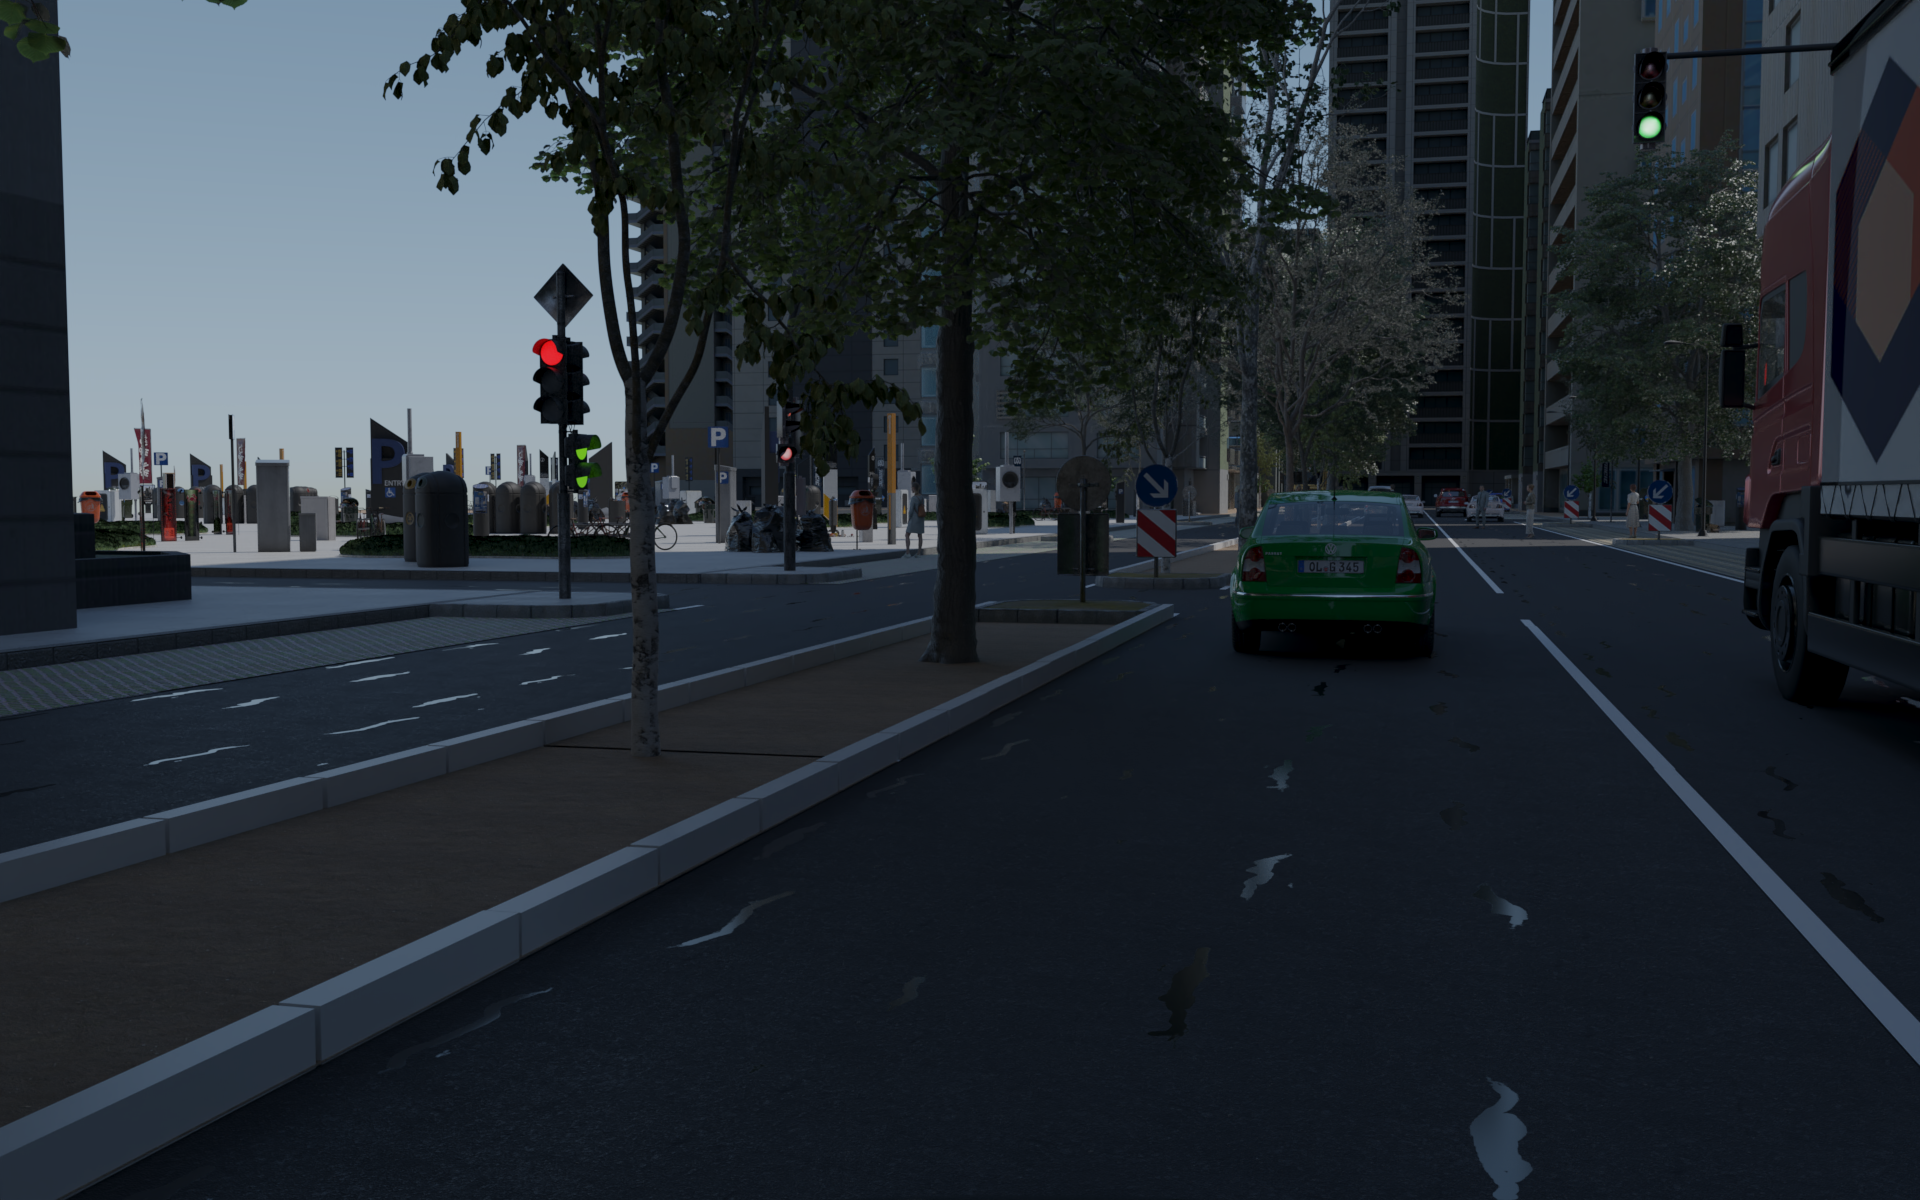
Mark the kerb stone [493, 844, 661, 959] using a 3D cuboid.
[{"bbox_3d":[-1.282,1.006,5.832,0.120,0.150,1.000,1,4,14],"label":"kerb stone"}]

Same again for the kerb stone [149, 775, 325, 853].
[{"bbox_3d":[-3.061,0.908,7.351,0.120,0.150,1.000,1,4,14],"label":"kerb stone"}]

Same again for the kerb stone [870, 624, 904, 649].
[{"bbox_3d":[-0.747,0.361,16.296,0.120,0.150,1.000,1,4,14],"label":"kerb stone"}]

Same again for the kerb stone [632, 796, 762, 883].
[{"bbox_3d":[-1.028,0.943,6.828,0.120,0.150,1.000,1,4,14],"label":"kerb stone"}]

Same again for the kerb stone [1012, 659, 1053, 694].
[{"bbox_3d":[0.511,0.580,12.776,0.120,0.150,1.000,1,4,14],"label":"kerb stone"}]

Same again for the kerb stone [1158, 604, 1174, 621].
[{"bbox_3d":[2.308,0.153,19.715,0.120,0.150,1.000,1,4,14],"label":"kerb stone"}]

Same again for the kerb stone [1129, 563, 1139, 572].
[{"bbox_3d":[2.987,-0.518,30.693,0.120,0.150,1.000,1,4,14],"label":"kerb stone"}]

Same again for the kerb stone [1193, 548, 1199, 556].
[{"bbox_3d":[5.289,-1.066,39.631,0.120,0.150,1.000,1,4,14],"label":"kerb stone"}]

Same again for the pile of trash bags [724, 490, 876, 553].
[{"bbox_3d":[-3.485,-1.794,39.090,3.447,1.369,1.912,-2,4,-30],"label":"pile of trash bags"}]

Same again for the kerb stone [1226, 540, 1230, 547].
[{"bbox_3d":[7.091,-1.492,46.583,0.120,0.150,1.000,1,4,14],"label":"kerb stone"}]

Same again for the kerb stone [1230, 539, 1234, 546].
[{"bbox_3d":[7.346,-1.552,47.578,0.120,0.150,1.000,1,4,14],"label":"kerb stone"}]

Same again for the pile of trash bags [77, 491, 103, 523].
[{"bbox_3d":[-26.234,-2.409,49.146,3.447,1.369,1.912,-2,4,-34],"label":"pile of trash bags"}]

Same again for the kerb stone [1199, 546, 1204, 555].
[{"bbox_3d":[5.545,-1.126,40.621,0.120,0.150,1.000,1,4,14],"label":"kerb stone"}]

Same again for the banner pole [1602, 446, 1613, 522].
[{"bbox_3d":[29.377,-5.412,78.497,0.863,3.779,0.401,-2,4,-26],"label":"banner pole"}]

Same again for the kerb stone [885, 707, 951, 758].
[{"bbox_3d":[-0.254,0.758,9.803,0.120,0.150,1.000,1,4,14],"label":"kerb stone"}]

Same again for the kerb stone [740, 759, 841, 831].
[{"bbox_3d":[-0.767,0.882,7.819,0.120,0.150,1.000,1,4,14],"label":"kerb stone"}]

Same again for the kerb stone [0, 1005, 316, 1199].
[{"bbox_3d":[-1.791,1.122,3.852,0.120,0.150,1.000,1,4,14],"label":"kerb stone"}]

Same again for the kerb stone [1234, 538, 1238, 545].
[{"bbox_3d":[7.604,-1.613,48.568,0.120,0.150,1.000,1,4,14],"label":"kerb stone"}]

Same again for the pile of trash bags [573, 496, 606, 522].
[{"bbox_3d":[-16.838,-4.311,80.238,3.447,1.369,1.912,-1,4,-9],"label":"pile of trash bags"}]

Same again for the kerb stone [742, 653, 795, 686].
[{"bbox_3d":[-1.514,0.546,13.307,0.120,0.150,1.000,1,4,14],"label":"kerb stone"}]

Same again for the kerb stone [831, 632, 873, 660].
[{"bbox_3d":[-1.001,0.422,15.298,0.120,0.150,1.000,1,4,14],"label":"kerb stone"}]

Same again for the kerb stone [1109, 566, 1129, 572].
[{"bbox_3d":[2.724,-0.459,29.705,0.120,0.150,1.000,1,4,14],"label":"kerb stone"}]

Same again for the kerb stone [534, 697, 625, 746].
[{"bbox_3d":[-2.286,0.726,10.327,0.120,0.150,1.000,1,4,14],"label":"kerb stone"}]

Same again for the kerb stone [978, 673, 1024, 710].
[{"bbox_3d":[0.254,0.638,11.784,0.120,0.150,1.000,1,4,14],"label":"kerb stone"}]

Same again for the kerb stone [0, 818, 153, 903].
[{"bbox_3d":[-3.316,0.969,6.360,0.120,0.150,1.000,1,4,14],"label":"kerb stone"}]

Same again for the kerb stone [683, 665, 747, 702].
[{"bbox_3d":[-1.775,0.607,12.319,0.120,0.150,1.000,1,4,14],"label":"kerb stone"}]

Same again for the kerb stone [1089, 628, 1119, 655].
[{"bbox_3d":[1.283,0.395,15.744,0.120,0.150,1.000,1,4,14],"label":"kerb stone"}]

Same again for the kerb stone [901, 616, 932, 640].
[{"bbox_3d":[-0.489,0.300,17.285,0.120,0.150,1.000,1,4,14],"label":"kerb stone"}]

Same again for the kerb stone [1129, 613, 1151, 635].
[{"bbox_3d":[1.794,0.273,17.731,0.120,0.150,1.000,1,4,14],"label":"kerb stone"}]

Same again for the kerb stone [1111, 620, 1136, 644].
[{"bbox_3d":[1.536,0.334,16.739,0.120,0.150,1.000,1,4,14],"label":"kerb stone"}]

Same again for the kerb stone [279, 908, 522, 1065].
[{"bbox_3d":[-1.535,1.061,4.841,0.120,0.150,1.000,1,4,14],"label":"kerb stone"}]

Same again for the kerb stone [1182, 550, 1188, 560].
[{"bbox_3d":[4.779,-0.945,37.651,0.120,0.150,1.000,1,4,14],"label":"kerb stone"}]

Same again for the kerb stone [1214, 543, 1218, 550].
[{"bbox_3d":[6.318,-1.310,43.612,0.120,0.150,1.000,1,4,14],"label":"kerb stone"}]

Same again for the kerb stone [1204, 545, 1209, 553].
[{"bbox_3d":[5.809,-1.188,41.617,0.120,0.150,1.000,1,4,14],"label":"kerb stone"}]

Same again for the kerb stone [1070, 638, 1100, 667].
[{"bbox_3d":[1.026,0.459,14.755,0.120,0.150,1.000,1,4,14],"label":"kerb stone"}]

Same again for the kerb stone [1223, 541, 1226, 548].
[{"bbox_3d":[6.834,-1.431,45.591,0.120,0.150,1.000,1,4,14],"label":"kerb stone"}]

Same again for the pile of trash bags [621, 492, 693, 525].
[{"bbox_3d":[-12.833,-3.930,74.004,1.912,1.369,3.447,-2,4,-34],"label":"pile of trash bags"}]

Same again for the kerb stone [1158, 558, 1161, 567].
[{"bbox_3d":[3.750,-0.702,33.675,0.120,0.150,1.000,1,4,14],"label":"kerb stone"}]

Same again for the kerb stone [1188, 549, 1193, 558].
[{"bbox_3d":[5.024,-1.006,38.643,0.120,0.150,1.000,1,4,14],"label":"kerb stone"}]

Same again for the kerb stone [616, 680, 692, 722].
[{"bbox_3d":[-2.027,0.665,11.317,0.120,0.150,1.000,1,4,14],"label":"kerb stone"}]

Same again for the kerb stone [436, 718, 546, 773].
[{"bbox_3d":[-2.541,0.788,9.334,0.120,0.150,1.000,1,4,14],"label":"kerb stone"}]

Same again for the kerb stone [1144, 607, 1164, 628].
[{"bbox_3d":[2.047,0.212,18.721,0.120,0.150,1.000,1,4,14],"label":"kerb stone"}]

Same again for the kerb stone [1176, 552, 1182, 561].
[{"bbox_3d":[4.526,-0.885,36.660,0.120,0.150,1.000,1,4,14],"label":"kerb stone"}]

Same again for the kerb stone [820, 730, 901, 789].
[{"bbox_3d":[-0.511,0.819,8.814,0.120,0.150,1.000,1,4,14],"label":"kerb stone"}]

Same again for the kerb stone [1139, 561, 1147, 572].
[{"bbox_3d":[3.243,-0.580,31.684,0.120,0.150,1.000,1,4,14],"label":"kerb stone"}]

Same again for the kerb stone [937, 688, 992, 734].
[{"bbox_3d":[0.006,0.697,10.792,0.120,0.150,1.000,1,4,14],"label":"kerb stone"}]

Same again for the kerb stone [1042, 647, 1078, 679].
[{"bbox_3d":[0.766,0.516,13.766,0.120,0.150,1.000,1,4,14],"label":"kerb stone"}]

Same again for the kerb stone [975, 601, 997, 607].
[{"bbox_3d":[0.285,0.122,20.262,0.120,0.150,1.000,1,4,14],"label":"kerb stone"}]

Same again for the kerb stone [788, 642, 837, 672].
[{"bbox_3d":[-1.257,0.483,14.302,0.120,0.150,1.000,1,4,14],"label":"kerb stone"}]

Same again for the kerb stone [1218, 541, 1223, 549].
[{"bbox_3d":[6.584,-1.370,44.599,0.120,0.150,1.000,1,4,14],"label":"kerb stone"}]

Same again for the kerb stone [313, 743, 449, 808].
[{"bbox_3d":[-2.799,0.849,8.344,0.120,0.150,1.000,1,4,14],"label":"kerb stone"}]

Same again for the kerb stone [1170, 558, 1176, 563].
[{"bbox_3d":[4.268,-0.822,35.661,0.120,0.150,1.000,1,4,14],"label":"kerb stone"}]

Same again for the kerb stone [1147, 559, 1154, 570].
[{"bbox_3d":[3.496,-0.642,32.684,0.120,0.150,1.000,1,4,14],"label":"kerb stone"}]

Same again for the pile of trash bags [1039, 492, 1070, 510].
[{"bbox_3d":[5.283,-5.225,95.189,1.912,1.369,3.447,0,4,-2],"label":"pile of trash bags"}]

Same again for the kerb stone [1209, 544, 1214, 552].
[{"bbox_3d":[6.063,-1.249,42.612,0.120,0.150,1.000,1,4,14],"label":"kerb stone"}]
